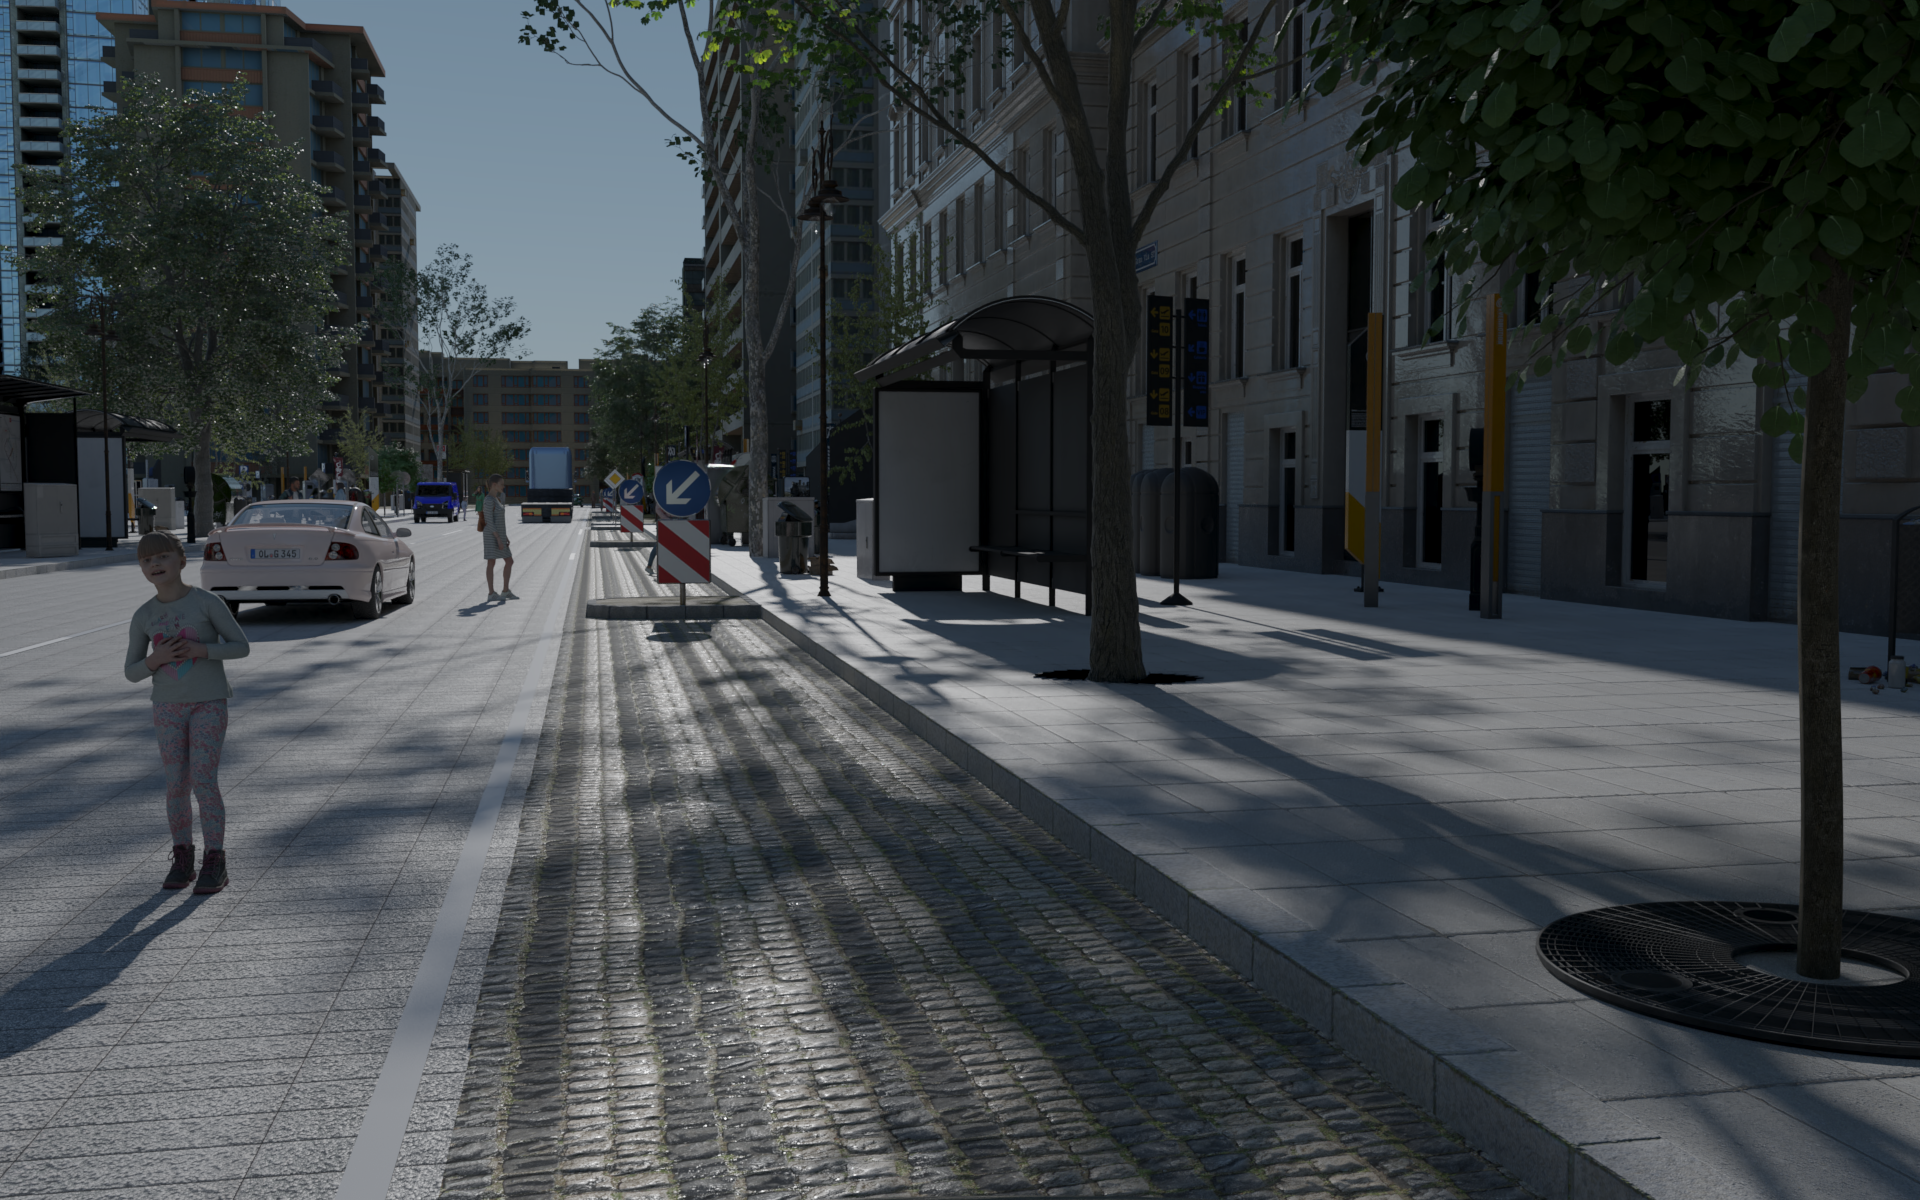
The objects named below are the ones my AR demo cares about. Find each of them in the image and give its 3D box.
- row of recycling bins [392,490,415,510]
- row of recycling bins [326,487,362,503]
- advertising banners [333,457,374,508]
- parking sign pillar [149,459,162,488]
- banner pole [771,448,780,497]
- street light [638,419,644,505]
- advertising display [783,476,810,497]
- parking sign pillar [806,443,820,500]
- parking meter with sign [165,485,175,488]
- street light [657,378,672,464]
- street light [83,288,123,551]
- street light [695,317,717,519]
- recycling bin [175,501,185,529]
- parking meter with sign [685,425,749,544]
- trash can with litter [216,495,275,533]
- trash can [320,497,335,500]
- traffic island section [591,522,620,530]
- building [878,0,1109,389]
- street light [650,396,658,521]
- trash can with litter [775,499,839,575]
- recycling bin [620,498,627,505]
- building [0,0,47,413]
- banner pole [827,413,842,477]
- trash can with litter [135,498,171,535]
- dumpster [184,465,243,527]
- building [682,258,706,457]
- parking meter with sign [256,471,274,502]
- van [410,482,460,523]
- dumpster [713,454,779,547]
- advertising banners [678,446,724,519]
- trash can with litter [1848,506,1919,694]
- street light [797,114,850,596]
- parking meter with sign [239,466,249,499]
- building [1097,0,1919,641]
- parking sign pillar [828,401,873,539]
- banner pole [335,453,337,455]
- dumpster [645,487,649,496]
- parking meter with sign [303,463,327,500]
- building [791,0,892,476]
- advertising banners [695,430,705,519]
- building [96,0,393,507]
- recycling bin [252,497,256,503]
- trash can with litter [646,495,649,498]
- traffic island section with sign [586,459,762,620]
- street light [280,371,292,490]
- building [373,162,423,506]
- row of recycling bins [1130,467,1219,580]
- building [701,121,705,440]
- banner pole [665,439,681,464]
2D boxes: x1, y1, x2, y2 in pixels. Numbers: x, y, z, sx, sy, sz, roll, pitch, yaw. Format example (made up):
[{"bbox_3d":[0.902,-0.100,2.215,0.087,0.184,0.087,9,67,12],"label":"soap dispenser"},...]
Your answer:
[{"bbox_3d":[-45.711,-8.377,144.081,1.069,1.692,3.534,2,4,33],"label":"row of recycling bins"},{"bbox_3d":[-38.436,-6.178,108.130,3.534,1.692,1.069,3,5,42],"label":"row of recycling bins"},{"bbox_3d":[-28.942,-5.288,82.639,0.090,3.025,2.074,3,5,40],"label":"advertising banners"},{"bbox_3d":[-57.721,-8.304,124.236,1.447,3.967,1.447,0,4,-6],"label":"parking sign pillar"},{"bbox_3d":[-10.027,-6.385,94.404,0.401,3.779,0.863,2,4,35],"label":"banner pole"},{"bbox_3d":[-19.253,-8.067,104.687,0.468,5.910,1.993,-1,4,-12],"label":"street light"},{"bbox_3d":[-5.892,-3.501,62.453,0.974,1.923,0.123,-1,4,-17],"label":"advertising display"},{"bbox_3d":[-6.952,-5.891,84.782,1.447,3.967,1.447,3,5,42],"label":"parking sign pillar"},{"bbox_3d":[-63.481,-8.741,139.179,1.738,3.016,0.543,-1,4,-10],"label":"parking meter with sign"},{"bbox_3d":[-11.622,-5.870,68.755,0.468,5.910,1.993,-1,4,-12],"label":"street light"},{"bbox_3d":[-19.307,-4.058,39.133,0.468,5.910,1.993,-1,4,-12],"label":"street light"},{"bbox_3d":[-6.632,-4.438,45.342,0.468,5.910,1.993,-1,4,-12],"label":"street light"},{"bbox_3d":[-28.971,-3.118,63.526,0.722,1.027,0.722,2,4,33],"label":"recycling bin"},{"bbox_3d":[-6.120,-2.933,44.214,1.738,3.016,0.543,-1,4,-13],"label":"parking meter with sign"},{"bbox_3d":[-23.433,-2.719,55.511,1.678,1.210,2.233,1,4,22],"label":"trash can with litter"},{"bbox_3d":[-26.926,-3.811,73.961,0.748,1.137,0.748,0,3,0],"label":"trash can"},{"bbox_3d":[-15.383,-3.347,76.997,2.009,0.180,2.903,-1,4,-12],"label":"traffic island section"},{"bbox_3d":[5.472,-15.564,51.739,12.463,27.353,25.104,-1,4,-12],"label":"building"},{"bbox_3d":[-14.302,-6.648,81.479,0.468,5.910,1.993,-1,4,-12],"label":"street light"},{"bbox_3d":[-2.433,-0.998,27.702,1.055,1.170,0.624,2,4,26],"label":"trash can with litter"},{"bbox_3d":[-28.089,-8.116,145.251,0.722,1.027,0.722,0,4,-5],"label":"recycling bin"},{"bbox_3d":[-101.485,-53.833,192.844,31.000,86.520,22.319,-1,4,-12],"label":"building"},{"bbox_3d":[-3.879,-3.886,53.560,0.863,3.779,0.401,3,4,36],"label":"banner pole"},{"bbox_3d":[-25.070,-2.597,53.852,1.055,1.170,0.624,0,4,6],"label":"trash can with litter"},{"bbox_3d":[-24.991,-3.394,57.978,1.502,2.255,1.985,-1,4,-12],"label":"dumpster"},{"bbox_3d":[-27.171,-27.027,213.597,14.160,30.474,14.107,-1,4,-12],"label":"building"},{"bbox_3d":[-52.252,-8.235,130.896,0.543,3.016,1.738,3,4,37],"label":"parking meter with sign"},{"bbox_3d":[-26.493,-5.093,87.650,2.240,2.365,5.245,-1,4,-12],"label":"van"},{"bbox_3d":[-5.318,-2.477,42.987,1.502,2.255,1.985,-1,4,-12],"label":"dumpster"},{"bbox_3d":[-9.328,-4.040,62.249,2.074,3.025,0.090,-3,5,-40],"label":"advertising banners"},{"bbox_3d":[6.966,-0.035,11.623,2.233,1.210,1.678,0,4,1],"label":"trash can with litter"},{"bbox_3d":[-1.707,-2.985,21.595,0.468,5.910,1.993,-1,4,-12],"label":"street light"},{"bbox_3d":[-43.717,-6.672,105.340,0.543,3.016,1.738,-1,4,-10],"label":"parking meter with sign"},{"bbox_3d":[11.448,-14.055,27.059,12.463,27.353,25.104,-1,4,-12],"label":"building"},{"bbox_3d":[-3.056,-3.733,49.502,1.447,3.967,1.447,0,4,7],"label":"parking sign pillar"},{"bbox_3d":[-37.750,-7.020,104.799,0.401,3.779,0.863,-1,4,-22],"label":"banner pole"},{"bbox_3d":[-25.723,-8.398,139.796,1.502,2.255,1.985,-1,4,-12],"label":"dumpster"},{"bbox_3d":[-36.389,-6.157,96.923,1.738,3.016,0.543,-3,4,-38],"label":"parking meter with sign"},{"bbox_3d":[2.920,-25.117,102.538,23.993,40.220,32.217,-1,4,-12],"label":"building"},{"bbox_3d":[-7.258,-3.182,48.215,0.090,3.025,2.074,0,4,-4],"label":"advertising banners"},{"bbox_3d":[-64.597,-30.812,158.406,22.147,44.769,28.867,-1,4,-12],"label":"building"},{"bbox_3d":[-53.650,-7.235,130.847,0.722,1.027,0.722,0,4,4],"label":"recycling bin"},{"bbox_3d":[-24.079,-7.345,131.153,2.233,1.210,1.678,-3,5,-44],"label":"trash can with litter"},{"bbox_3d":[-3.447,-0.734,20.631,1.989,1.847,2.006,-1,4,-12],"label":"traffic island section with sign"},{"bbox_3d":[-24.278,-5.487,62.503,0.468,5.910,1.993,-1,4,-12],"label":"street light"},{"bbox_3d":[-73.280,-30.697,193.780,23.993,40.220,32.217,-1,4,-12],"label":"building"},{"bbox_3d":[3.293,-1.258,27.677,1.069,1.692,3.534,0,4,-7],"label":"row of recycling bins"},{"bbox_3d":[-16.979,-35.036,192.449,23.786,49.044,30.456,-1,4,-12],"label":"building"},{"bbox_3d":[-12.785,-5.354,77.562,0.863,3.779,0.401,-1,4,-14],"label":"banner pole"}]
